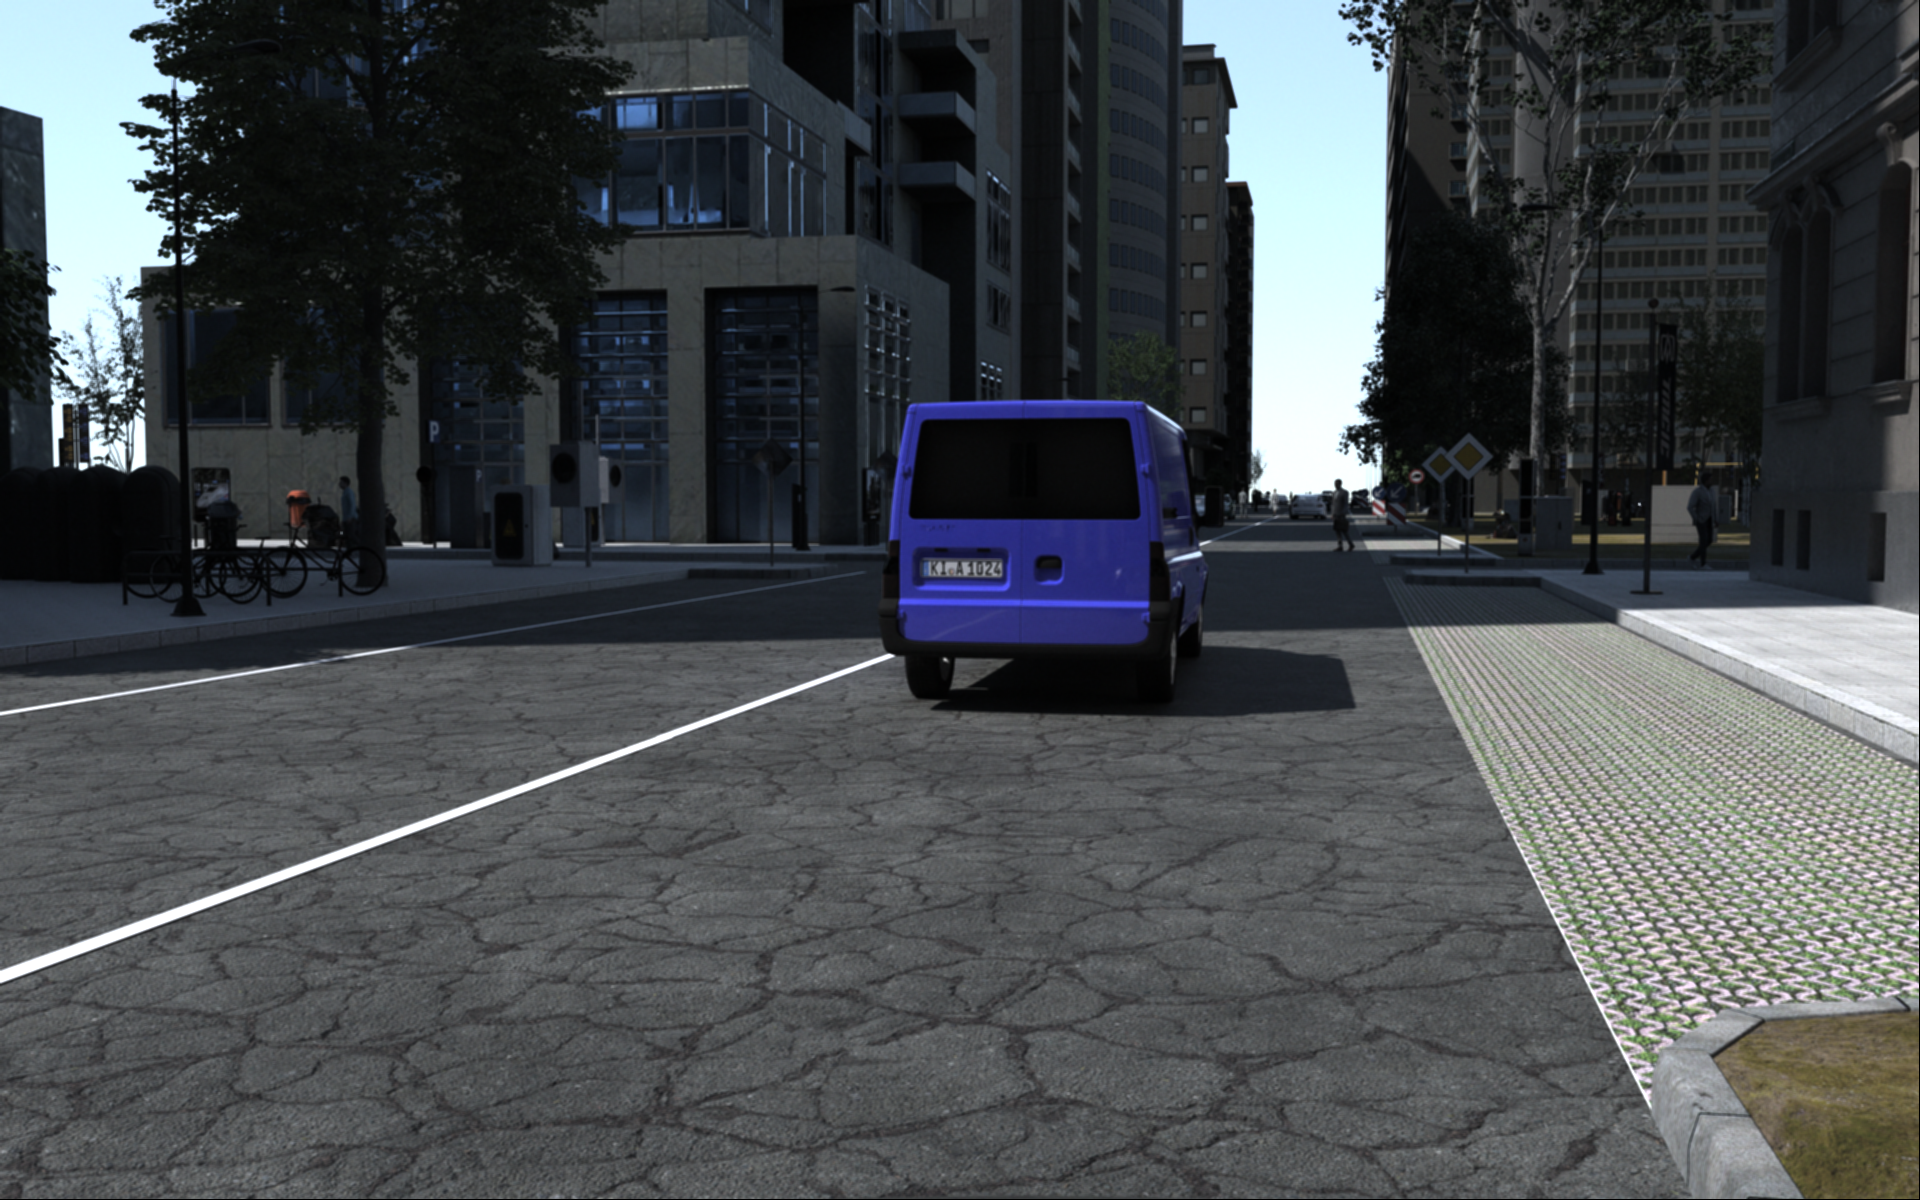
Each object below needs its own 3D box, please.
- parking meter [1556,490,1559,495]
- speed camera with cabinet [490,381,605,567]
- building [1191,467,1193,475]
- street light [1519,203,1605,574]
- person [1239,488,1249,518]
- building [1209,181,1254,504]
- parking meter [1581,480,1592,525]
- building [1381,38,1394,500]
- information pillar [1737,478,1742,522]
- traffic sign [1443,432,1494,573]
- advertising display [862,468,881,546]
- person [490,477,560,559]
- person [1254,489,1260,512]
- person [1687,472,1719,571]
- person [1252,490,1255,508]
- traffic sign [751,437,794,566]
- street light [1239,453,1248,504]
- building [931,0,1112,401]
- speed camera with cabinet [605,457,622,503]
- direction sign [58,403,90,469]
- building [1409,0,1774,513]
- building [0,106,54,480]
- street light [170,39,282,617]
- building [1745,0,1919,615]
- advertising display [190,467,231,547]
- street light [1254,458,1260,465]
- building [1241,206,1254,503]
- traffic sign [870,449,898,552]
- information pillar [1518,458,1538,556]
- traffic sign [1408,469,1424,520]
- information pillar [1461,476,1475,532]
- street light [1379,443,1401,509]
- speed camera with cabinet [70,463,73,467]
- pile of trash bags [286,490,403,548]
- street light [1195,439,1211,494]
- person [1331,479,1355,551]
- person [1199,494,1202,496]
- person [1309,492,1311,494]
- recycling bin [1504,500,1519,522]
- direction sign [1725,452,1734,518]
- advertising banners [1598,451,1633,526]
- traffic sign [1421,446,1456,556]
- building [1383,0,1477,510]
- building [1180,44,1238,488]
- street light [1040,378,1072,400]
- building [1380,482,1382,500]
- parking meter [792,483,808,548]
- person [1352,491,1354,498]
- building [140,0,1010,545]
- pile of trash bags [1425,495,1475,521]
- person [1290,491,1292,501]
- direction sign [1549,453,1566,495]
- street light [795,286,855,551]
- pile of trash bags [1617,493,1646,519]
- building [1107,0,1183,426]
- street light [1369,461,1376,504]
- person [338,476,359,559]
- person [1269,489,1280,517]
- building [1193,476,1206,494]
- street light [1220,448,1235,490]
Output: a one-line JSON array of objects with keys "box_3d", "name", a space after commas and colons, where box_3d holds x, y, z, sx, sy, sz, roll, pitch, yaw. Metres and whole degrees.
[{"box_3d": [34.204, -5.533, 98.877, 0.372, 1.533, 0.369, 0, 3, 0], "name": "parking meter"}, {"box_3d": [-7.358, -2.218, 30.606, 2.038, 3.252, 0.660, 2, 4, 27], "name": "speed camera with cabinet"}, {"box_3d": [9.841, -43.584, 150.848, 20.563, 71.187, 20.611, 1, 4, 12], "name": "building"}, {"box_3d": [9.639, -3.377, 27.748, 1.470, 5.913, 1.316, 1, 4, 12], "name": "street light"}, {"box_3d": [17.178, -5.893, 104.953, 0.635, 1.810, 0.391, 2, 4, 34], "name": "person"}, {"box_3d": [28.662, -35.704, 238.384, 22.147, 44.769, 28.867, 1, 4, 12], "name": "building"}, {"box_3d": [25.750, -4.001, 71.128, 0.399, 1.863, 0.255, -1, 4, -15], "name": "parking meter"}, {"box_3d": [65.631, -41.694, 223.694, 21.231, 58.520, 28.212, 1, 4, 12], "name": "building"}, {"box_3d": [36.168, -4.631, 80.205, 0.304, 2.012, 0.304, 2, 4, 25], "name": "information pillar"}, {"box_3d": [8.235, -1.496, 28.103, 0.795, 2.450, 0.064, 1, 4, 12], "name": "traffic sign"}, {"box_3d": [-2.189, -2.300, 42.821, 0.123, 1.923, 0.974, 1, 4, 18], "name": "advertising display"}, {"box_3d": [-9.658, -1.802, 38.176, 1.509, 1.804, 0.699, 1, 4, 18], "name": "person"}, {"box_3d": [24.156, -8.105, 141.028, 0.705, 1.823, 1.348, 0, 4, -8], "name": "person"}, {"box_3d": [13.927, -1.482, 32.577, 0.661, 1.843, 0.795, -2, 4, -23], "name": "person"}, {"box_3d": [30.396, -10.452, 179.472, 0.705, 1.814, 1.350, 0, 4, 0], "name": "person"}, {"box_3d": [-3.330, -1.652, 30.655, 0.795, 2.450, 0.064, 1, 4, 12], "name": "traffic sign"}, {"box_3d": [31.259, -13.580, 194.571, 1.470, 5.913, 1.316, 1, 4, 12], "name": "street light"}, {"box_3d": [-0.150, -24.775, 88.669, 14.154, 41.232, 14.086, 1, 4, 12], "name": "building"}, {"box_3d": [-9.016, -2.944, 42.474, 0.660, 3.252, 2.038, 1, 4, 16], "name": "speed camera with cabinet"}, {"box_3d": [-22.133, -3.146, 43.439, 0.876, 3.537, 0.379, 1, 4, 23], "name": "direction sign"}, {"box_3d": [48.934, -26.334, 122.448, 32.217, 40.220, 23.993, 1, 4, 12], "name": "building"}, {"box_3d": [-33.222, -43.255, 19.892, 31.000, 86.520, 22.319, 1, 4, 12], "name": "building"}, {"box_3d": [-7.617, -2.779, 17.978, 1.470, 5.913, 1.316, 1, 4, 12], "name": "street light"}, {"box_3d": [15.534, -13.796, 12.961, 14.401, 28.519, 23.554, 1, 4, 12], "name": "building"}, {"box_3d": [-18.261, -2.265, 42.239, 0.123, 1.923, 0.974, 2, 4, 35], "name": "advertising display"}, {"box_3d": [37.832, -15.440, 224.987, 1.470, 5.913, 1.316, 1, 4, 12], "name": "street light"}, {"box_3d": [36.403, -37.221, 258.677, 14.600, 45.320, 14.200, 1, 4, 12], "name": "building"}, {"box_3d": [-1.617, -2.129, 38.454, 0.795, 2.450, 0.064, 1, 4, 12], "name": "traffic sign"}, {"box_3d": [11.773, -1.923, 35.929, 0.304, 2.012, 0.304, 2, 4, 31], "name": "information pillar"}, {"box_3d": [22.859, -5.302, 86.797, 0.768, 2.556, 0.104, 1, 4, 15], "name": "traffic sign"}, {"box_3d": [17.372, -3.348, 59.237, 0.304, 2.012, 0.304, -3, 5, -40], "name": "information pillar"}, {"box_3d": [30.363, -9.117, 121.600, 1.470, 5.913, 1.316, 1, 4, 12], "name": "street light"}, {"box_3d": [-32.147, -4.268, 64.115, 2.038, 3.252, 0.660, -3, 5, -39], "name": "speed camera with cabinet"}, {"box_3d": [-15.323, -2.000, 42.458, 3.447, 1.369, 1.912, 2, 4, 32], "name": "pile of trash bags"}, {"box_3d": [20.271, -10.550, 145.031, 1.470, 5.913, 1.316, 1, 4, 12], "name": "street light"}, {"box_3d": [9.560, -2.140, 43.602, 0.853, 1.813, 0.709, -2, 4, -35], "name": "person"}, {"box_3d": [16.233, -6.468, 117.467, 0.599, 1.433, 0.991, 2, 4, 33], "name": "person"}, {"box_3d": [42.594, -12.294, 210.223, 0.721, 1.743, 1.217, -1, 4, -22], "name": "person"}, {"box_3d": [25.319, -4.081, 79.275, 0.722, 1.027, 0.722, 2, 4, 27], "name": "recycling bin"}, {"box_3d": [41.300, -6.179, 93.024, 0.876, 3.537, 0.379, -3, 5, -41], "name": "direction sign"}, {"box_3d": [26.413, -4.514, 69.985, 0.090, 3.025, 2.074, -1, 4, -23], "name": "advertising banners"}, {"box_3d": [9.948, -1.973, 35.903, 0.795, 2.450, 0.064, 1, 4, 12], "name": "traffic sign"}, {"box_3d": [52.796, -33.331, 168.658, 21.300, 48.544, 21.600, 1, 4, 12], "name": "building"}, {"box_3d": [18.392, -38.015, 210.778, 28.713, 52.752, 27.495, 1, 4, 12], "name": "building"}, {"box_3d": [3.778, -5.927, 69.449, 1.470, 5.913, 1.316, 1, 4, 12], "name": "street light"}, {"box_3d": [77.077, -34.039, 248.420, 32.217, 40.220, 23.993, 1, 4, 12], "name": "building"}, {"box_3d": [-3.814, -2.007, 41.230, 0.372, 1.533, 0.369, 0, 3, 0], "name": "parking meter"}, {"box_3d": [50.388, -13.039, 221.779, 0.705, 1.812, 1.348, 2, 4, 24], "name": "person"}, {"box_3d": [-10.152, -45.602, 58.265, 22.319, 86.520, 31.000, 1, 4, 12], "name": "building"}, {"box_3d": [24.219, -4.574, 84.545, 1.912, 1.369, 3.447, 3, 5, 41], "name": "pile of trash bags"}, {"box_3d": [45.706, -14.109, 239.275, 0.705, 1.812, 1.348, 1, 4, 16], "name": "person"}, {"box_3d": [33.231, -6.382, 96.349, 0.876, 3.537, 0.379, 2, 4, 29], "name": "direction sign"}, {"box_3d": [-3.025, -4.061, 38.941, 1.470, 5.913, 1.316, 1, 4, 12], "name": "street light"}, {"box_3d": [35.445, -4.968, 90.977, 3.447, 1.369, 1.912, -2, 4, -31], "name": "pile of trash bags"}, {"box_3d": [4.551, -35.807, 127.448, 21.231, 58.520, 28.212, 1, 4, 12], "name": "building"}, {"box_3d": [36.922, -10.970, 151.899, 1.470, 5.913, 1.316, 1, 4, 12], "name": "street light"}, {"box_3d": [-13.315, -1.800, 37.943, 0.620, 1.820, 0.660, -2, 4, -35], "name": "person"}, {"box_3d": [19.618, -6.074, 108.165, 0.694, 1.780, 0.624, 3, 5, 40], "name": "person"}, {"box_3d": [8.386, -29.542, 174.900, 32.217, 40.220, 23.993, 1, 4, 12], "name": "building"}, {"box_3d": [26.923, -12.402, 175.310, 1.470, 5.913, 1.316, 1, 4, 12], "name": "street light"}]
